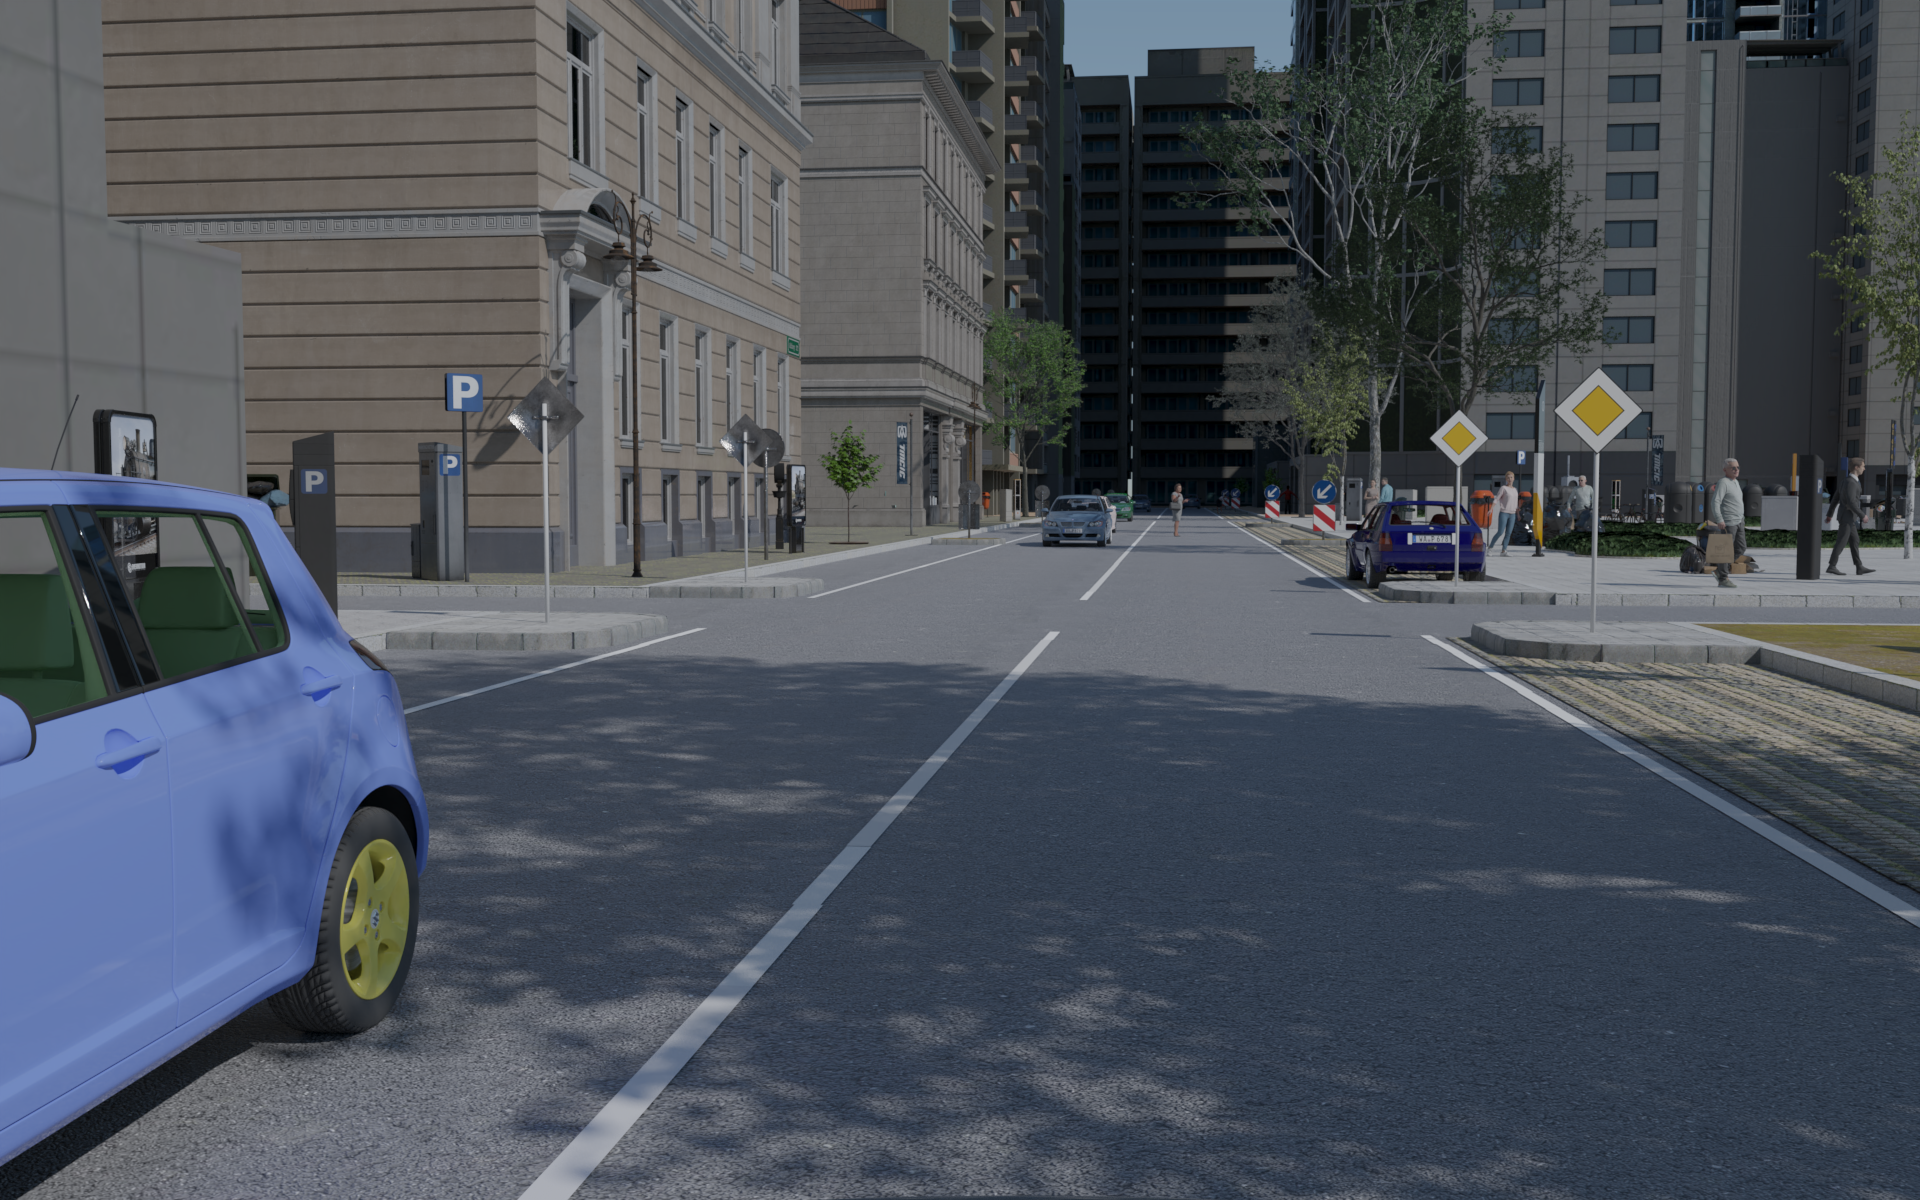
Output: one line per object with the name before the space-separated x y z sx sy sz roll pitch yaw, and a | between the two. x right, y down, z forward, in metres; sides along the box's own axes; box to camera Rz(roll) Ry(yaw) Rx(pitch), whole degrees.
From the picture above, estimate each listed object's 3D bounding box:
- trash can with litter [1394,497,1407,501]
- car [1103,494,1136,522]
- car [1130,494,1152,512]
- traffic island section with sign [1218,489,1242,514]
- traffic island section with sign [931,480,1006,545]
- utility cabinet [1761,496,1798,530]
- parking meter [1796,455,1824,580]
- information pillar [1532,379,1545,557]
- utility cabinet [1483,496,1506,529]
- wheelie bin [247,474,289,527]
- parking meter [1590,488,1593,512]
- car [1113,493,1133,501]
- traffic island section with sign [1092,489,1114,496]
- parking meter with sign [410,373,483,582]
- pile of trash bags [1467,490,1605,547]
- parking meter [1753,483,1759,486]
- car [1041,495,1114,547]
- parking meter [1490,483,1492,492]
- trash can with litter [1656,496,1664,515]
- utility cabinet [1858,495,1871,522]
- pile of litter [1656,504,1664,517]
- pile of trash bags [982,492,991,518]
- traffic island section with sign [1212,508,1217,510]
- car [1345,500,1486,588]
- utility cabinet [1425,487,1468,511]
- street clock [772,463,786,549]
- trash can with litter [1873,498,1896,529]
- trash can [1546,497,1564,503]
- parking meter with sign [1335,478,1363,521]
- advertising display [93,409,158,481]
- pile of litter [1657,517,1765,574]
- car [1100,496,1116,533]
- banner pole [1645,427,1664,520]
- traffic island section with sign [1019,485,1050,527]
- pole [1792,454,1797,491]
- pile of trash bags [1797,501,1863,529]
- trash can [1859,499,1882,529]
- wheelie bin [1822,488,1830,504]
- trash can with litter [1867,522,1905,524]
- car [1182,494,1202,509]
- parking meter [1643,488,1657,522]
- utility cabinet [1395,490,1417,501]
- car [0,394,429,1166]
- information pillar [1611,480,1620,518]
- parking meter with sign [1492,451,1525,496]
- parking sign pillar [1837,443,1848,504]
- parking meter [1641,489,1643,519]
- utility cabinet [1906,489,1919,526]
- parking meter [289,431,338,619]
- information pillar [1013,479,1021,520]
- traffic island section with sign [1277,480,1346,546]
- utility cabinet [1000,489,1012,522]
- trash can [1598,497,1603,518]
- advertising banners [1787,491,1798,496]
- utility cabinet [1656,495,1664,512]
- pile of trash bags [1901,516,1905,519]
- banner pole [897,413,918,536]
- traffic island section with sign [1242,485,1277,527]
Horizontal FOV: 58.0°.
trash can with litter | 17.149 -3.455 67.871 0.624 1.170 1.055 3 5 44
car | 8.182 -4.856 91.192 2.131 1.459 4.920 0 4 7
car | 14.387 -7.749 138.701 2.014 1.417 4.499 0 4 8
traffic island section with sign | 19.747 -7.115 124.959 1.989 1.847 2.006 0 4 7
traffic island section with sign | 0.279 -2.506 49.606 1.989 1.847 2.006 0 4 7
utility cabinet | 25.734 -2.644 54.398 1.020 1.237 0.306 2 4 32
parking meter | 12.733 -1.238 25.946 0.255 1.863 0.399 3 5 41
information pillar | 11.792 -2.686 35.273 0.183 3.616 0.504 2 4 31
utility cabinet | 19.579 -3.181 63.163 1.020 1.237 0.306 -2 4 -26
wheelie bin | -10.978 -1.176 27.144 0.980 1.594 0.693 -1 4 -15
parking meter | 29.331 -4.430 80.846 0.372 1.533 0.369 0 3 0
car | 9.330 -5.782 103.335 1.959 1.807 4.718 0 4 7
traffic island section with sign | 10.008 -7.194 126.252 1.989 1.847 2.006 0 4 7
parking meter with sign | -7.712 -1.806 25.791 0.543 3.016 1.738 -3 5 -40
pile of trash bags | 14.128 -2.021 42.803 3.447 1.369 1.912 -1 4 -18
parking meter | 43.815 -5.483 95.361 0.255 1.863 0.399 3 5 41
car | 3.326 -2.241 48.639 2.014 1.417 4.499 0 4 8
parking meter | 28.924 -5.399 93.990 0.255 1.863 0.399 0 4 2
trash can with litter | 37.801 -5.035 93.704 1.055 1.170 0.624 -3 5 -41
utility cabinet | 41.575 -4.222 80.197 0.306 1.237 1.020 -2 4 -30
pile of litter | 36.807 -4.743 91.516 1.176 0.858 1.719 0 4 -1
pile of trash bags | 0.211 -5.238 95.398 3.447 1.369 1.912 2 4 35
traffic island section with sign | 23.228 -8.791 152.358 1.989 1.847 2.006 0 4 7
car | 7.146 -0.907 27.404 1.945 1.354 3.894 0 4 6
utility cabinet | 14.427 -2.613 51.401 1.173 1.500 0.318 0 4 6
street clock | -4.199 -2.184 40.271 0.358 2.002 0.471 -1 4 -9
trash can with litter | 26.011 -2.306 49.098 0.624 1.170 1.055 0 4 -6
trash can | 26.515 -4.011 77.236 0.748 1.137 0.748 0 3 0
parking meter with sign | 18.734 -5.261 82.277 1.738 3.016 0.543 2 4 25
advertising display | -6.520 -0.512 13.589 0.123 1.923 0.974 0 4 -5
pile of litter | 12.464 -0.871 28.212 1.719 0.858 1.176 -1 4 -20
car | 4.633 -3.074 62.615 2.083 1.381 4.827 1 4 9
banner pole | 25.856 -4.563 64.624 0.401 3.779 0.863 -3 5 -40
traffic island section with sign | 3.674 -4.142 76.347 1.989 1.847 2.006 0 4 7
pole | 42.098 -5.725 87.449 0.158 3.312 0.155 0 3 0
pile of trash bags | 29.676 -3.058 59.758 1.912 1.369 3.447 0 4 5
trash can | 27.054 -2.433 51.425 0.748 1.137 0.748 0 3 0
wheelie bin | 44.931 -5.046 90.414 0.693 1.594 0.980 -2 4 -32
trash can with litter | 40.865 -3.959 75.783 1.678 1.210 2.233 -3 5 -43
car | 22.140 -9.414 165.918 2.014 1.417 4.499 1 4 9
parking meter | 26.872 -3.599 67.258 0.372 1.533 0.369 0 3 0
utility cabinet | 22.097 -4.714 85.749 0.318 1.500 1.173 -2 4 -31
car | -2.502 0.377 3.428 1.945 1.707 3.694 0 4 5
information pillar | 35.007 -5.380 92.460 0.304 2.012 0.304 -1 4 -22
parking meter with sign | 21.952 -4.519 70.153 0.543 3.016 1.738 -3 5 -39
parking sign pillar | 46.639 -6.307 91.595 1.447 3.967 1.447 2 4 29
parking meter | 33.655 -4.685 85.013 0.372 1.533 0.369 0 3 0
utility cabinet | 38.038 -3.659 68.503 0.318 1.500 1.173 -2 4 -25
parking meter | -6.009 -0.634 16.083 0.399 1.863 0.255 -1 4 -23
information pillar | 2.845 -5.029 86.721 0.304 2.012 0.304 -1 4 -18
traffic island section with sign | 10.064 -2.451 48.698 1.989 1.847 2.006 0 4 7
utility cabinet | 2.131 -4.365 80.054 0.318 1.500 1.173 -1 4 -13
trash can | 31.879 -4.601 86.874 0.748 1.137 0.748 0 3 0
advertising banners | 40.785 -5.419 84.787 0.090 3.025 2.074 -1 4 -19
utility cabinet | 38.285 -5.124 94.942 1.020 1.237 0.306 0 4 -2
pile of trash bags | 50.512 -4.866 89.312 3.447 1.369 1.912 2 4 25
banner pole | -1.658 -3.860 53.123 0.401 3.779 0.863 3 5 44
traffic island section with sign | 13.472 -4.094 75.561 1.989 1.847 2.006 0 4 7
